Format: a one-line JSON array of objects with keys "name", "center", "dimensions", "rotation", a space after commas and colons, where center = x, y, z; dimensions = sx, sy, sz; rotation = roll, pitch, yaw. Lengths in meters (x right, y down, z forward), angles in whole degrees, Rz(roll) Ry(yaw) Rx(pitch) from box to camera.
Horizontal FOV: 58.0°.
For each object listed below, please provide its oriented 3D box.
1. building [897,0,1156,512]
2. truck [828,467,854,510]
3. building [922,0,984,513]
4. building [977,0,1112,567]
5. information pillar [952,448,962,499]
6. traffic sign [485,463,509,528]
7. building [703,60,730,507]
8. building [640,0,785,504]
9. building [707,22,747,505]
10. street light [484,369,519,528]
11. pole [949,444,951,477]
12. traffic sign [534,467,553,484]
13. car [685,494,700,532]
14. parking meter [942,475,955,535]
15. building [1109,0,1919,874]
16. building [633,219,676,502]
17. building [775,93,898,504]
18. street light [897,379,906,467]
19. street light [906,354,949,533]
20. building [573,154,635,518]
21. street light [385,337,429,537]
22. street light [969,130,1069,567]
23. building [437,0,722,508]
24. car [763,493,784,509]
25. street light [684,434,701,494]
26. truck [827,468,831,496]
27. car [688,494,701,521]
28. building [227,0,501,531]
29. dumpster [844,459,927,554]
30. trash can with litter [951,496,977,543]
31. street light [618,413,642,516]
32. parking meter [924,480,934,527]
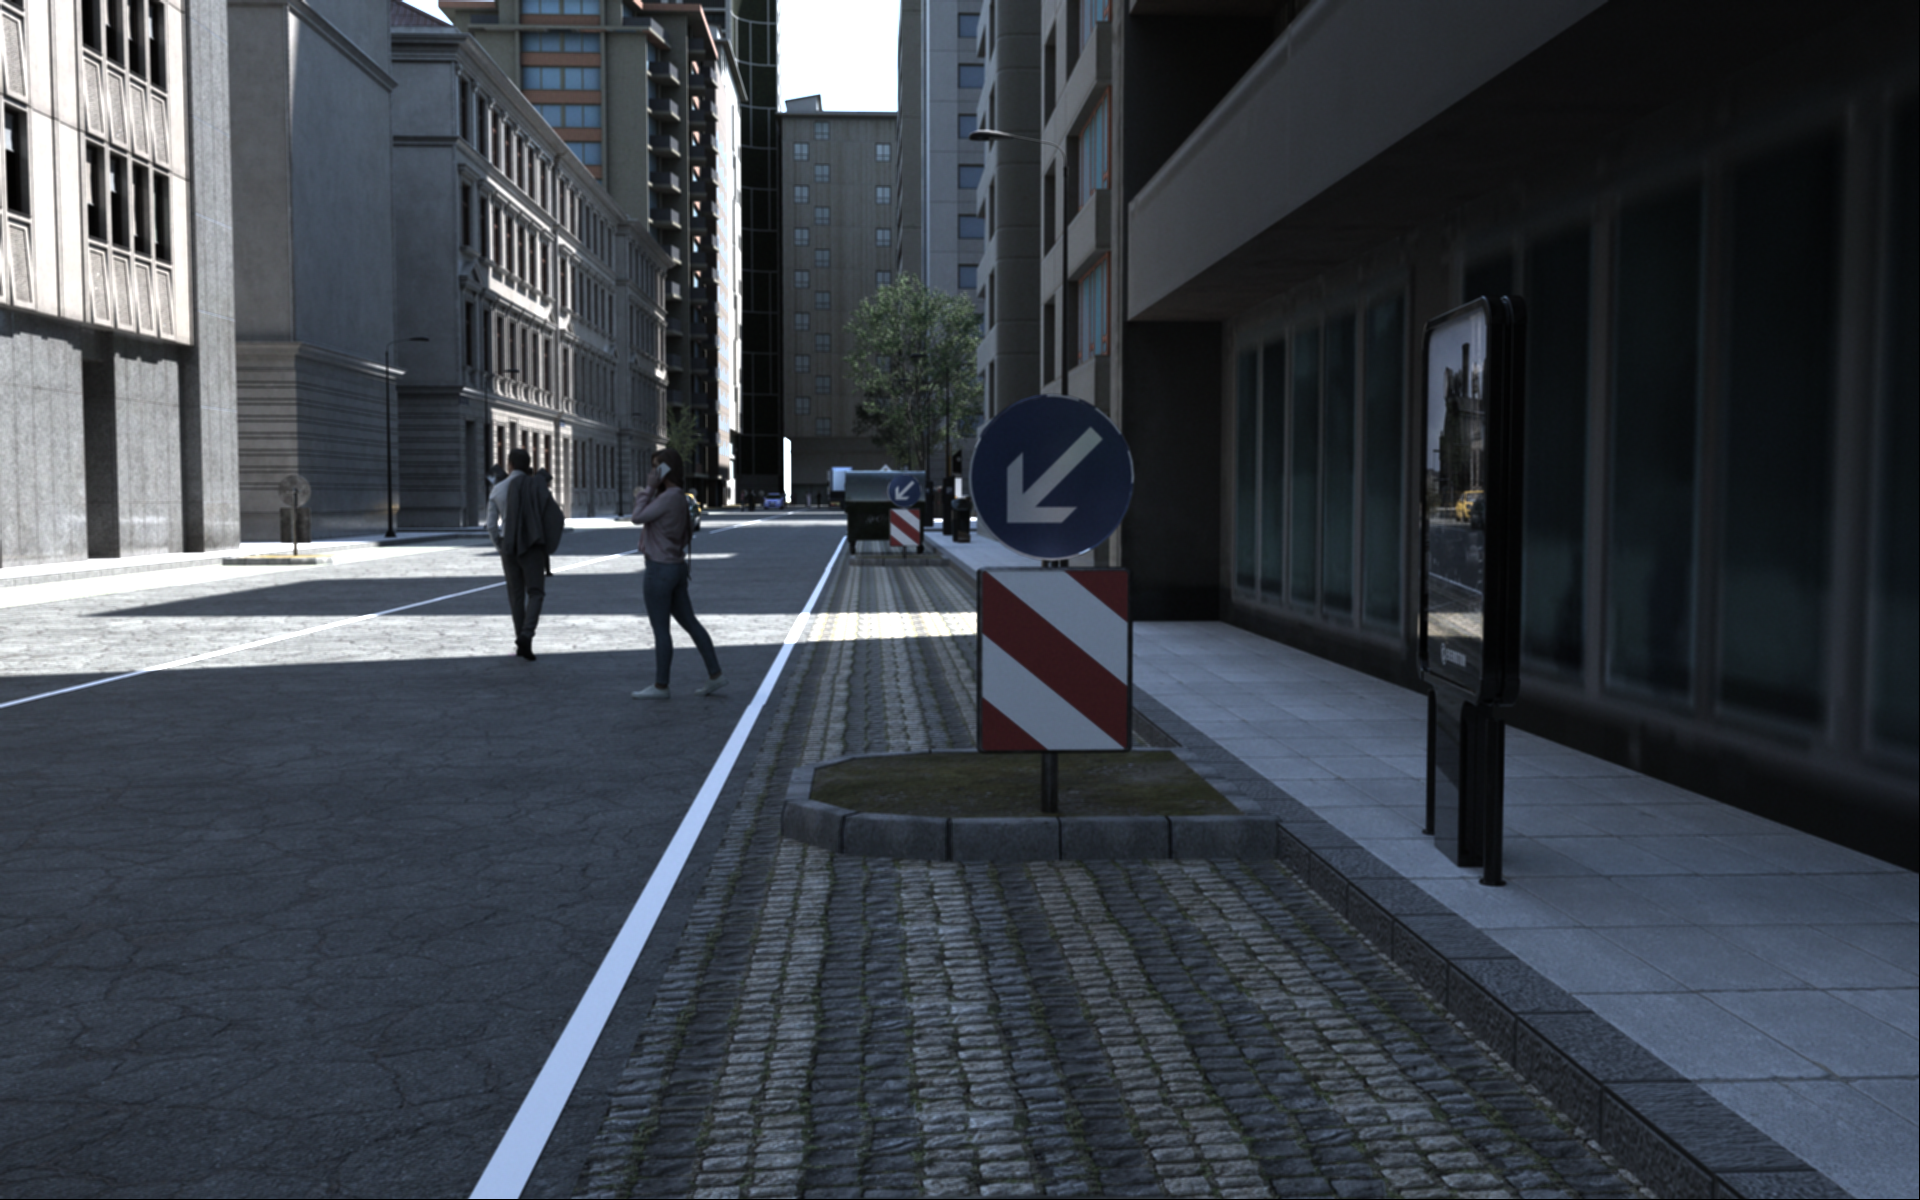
[{"name": "building", "center": [5.133, -32.674, 157.916], "dimensions": [21.300, 48.544, 21.600], "rotation": [0, 4, -3]}, {"name": "truck", "center": [-11.253, -10.769, 165.824], "dimensions": [2.967, 4.110, 18.799], "rotation": [0, 4, -4]}, {"name": "building", "center": [7.871, -35.279, 118.807], "dimensions": [21.231, 58.520, 28.212], "rotation": [0, 4, -3]}, {"name": "building", "center": [15.103, -11.992, 41.108], "dimensions": [27.650, 21.520, 28.899], "rotation": [0, 4, -3]}, {"name": "information pillar", "center": [-0.139, -5.967, 88.919], "dimensions": [0.504, 3.616, 0.183], "rotation": [0, 4, -6]}, {"name": "traffic sign", "center": [-15.189, -3.253, 56.821], "dimensions": [0.795, 2.450, 0.064], "rotation": [0, 4, -3]}, {"name": "building", "center": [-30.933, -32.129, 175.427], "dimensions": [14.600, 45.320, 14.200], "rotation": [0, 4, -3]}, {"name": "building", "center": [-34.380, -48.500, 231.231], "dimensions": [20.611, 71.187, 20.563], "rotation": [0, 4, -3]}, {"name": "building", "center": [-39.209, -37.359, 200.066], "dimensions": [27.495, 52.752, 28.713], "rotation": [0, 4, -3]}, {"name": "street light", "center": [-17.085, -5.627, 64.535], "dimensions": [1.470, 5.913, 1.316], "rotation": [0, 4, -3]}, {"name": "pole", "center": [-0.471, -4.667, 70.141], "dimensions": [0.158, 3.312, 0.155], "rotation": [0, 3, 0]}, {"name": "traffic sign", "center": [-15.612, -3.740, 64.795], "dimensions": [0.795, 2.450, 0.064], "rotation": [0, 4, -3]}, {"name": "car", "center": [-10.992, -3.340, 66.412], "dimensions": [2.131, 1.459, 4.920], "rotation": [0, 4, -4]}, {"name": "parking meter", "center": [-0.365, -2.957, 54.051], "dimensions": [0.399, 1.863, 0.255], "rotation": [-1, 4, -8]}, {"name": "building", "center": [12.767, -23.439, 6.926], "dimensions": [21.300, 48.544, 21.600], "rotation": [0, 4, -3]}, {"name": "building", "center": [-26.085, -17.160, 116.724], "dimensions": [11.583, 22.565, 21.152], "rotation": [0, 4, -3]}, {"name": "building", "center": [-10.573, -39.621, 237.045], "dimensions": [27.495, 52.752, 28.713], "rotation": [0, 4, -3]}, {"name": "street light", "center": [-1.818, -5.955, 69.903], "dimensions": [1.470, 5.913, 1.316], "rotation": [0, 4, -3]}, {"name": "street light", "center": [-0.953, -5.197, 57.504], "dimensions": [1.470, 5.913, 1.316], "rotation": [0, 4, -3]}, {"name": "building", "center": [-25.399, -15.835, 95.056], "dimensions": [11.583, 22.565, 21.152], "rotation": [0, 4, -3]}, {"name": "street light", "center": [-16.368, -4.815, 51.267], "dimensions": [1.470, 5.913, 1.316], "rotation": [0, 4, -3]}, {"name": "street light", "center": [0.814, -3.044, 22.313], "dimensions": [1.470, 5.913, 1.316], "rotation": [0, 4, -3]}, {"name": "building", "center": [-33.000, -30.499, 153.289], "dimensions": [22.147, 44.769, 28.867], "rotation": [0, 4, -3]}, {"name": "car", "center": [-17.726, -9.504, 164.983], "dimensions": [1.945, 1.707, 3.694], "rotation": [0, 4, -1]}, {"name": "street light", "center": [-20.773, -9.885, 134.167], "dimensions": [1.470, 5.913, 1.316], "rotation": [0, 4, -3]}, {"name": "truck", "center": [-13.303, -12.415, 191.896], "dimensions": [2.839, 4.237, 11.283], "rotation": [0, 4, -3]}, {"name": "car", "center": [-13.366, -4.429, 82.634], "dimensions": [2.015, 1.641, 3.980], "rotation": [0, 4, -3]}, {"name": "building", "center": [-24.276, -14.545, 73.974], "dimensions": [11.583, 22.565, 21.152], "rotation": [0, 4, -3]}, {"name": "dumpster", "center": [-1.771, -2.226, 41.347], "dimensions": [1.985, 2.255, 1.502], "rotation": [0, 4, -2]}, {"name": "trash can with litter", "center": [0.113, -2.125, 46.132], "dimensions": [0.624, 1.170, 1.055], "rotation": [-1, 4, -10]}, {"name": "street light", "center": [-18.923, -7.752, 99.293], "dimensions": [1.470, 5.913, 1.316], "rotation": [0, 4, -3]}, {"name": "parking meter", "center": [-1.229, -3.792, 67.711], "dimensions": [0.399, 1.863, 0.255], "rotation": [1, 4, 21]}]
